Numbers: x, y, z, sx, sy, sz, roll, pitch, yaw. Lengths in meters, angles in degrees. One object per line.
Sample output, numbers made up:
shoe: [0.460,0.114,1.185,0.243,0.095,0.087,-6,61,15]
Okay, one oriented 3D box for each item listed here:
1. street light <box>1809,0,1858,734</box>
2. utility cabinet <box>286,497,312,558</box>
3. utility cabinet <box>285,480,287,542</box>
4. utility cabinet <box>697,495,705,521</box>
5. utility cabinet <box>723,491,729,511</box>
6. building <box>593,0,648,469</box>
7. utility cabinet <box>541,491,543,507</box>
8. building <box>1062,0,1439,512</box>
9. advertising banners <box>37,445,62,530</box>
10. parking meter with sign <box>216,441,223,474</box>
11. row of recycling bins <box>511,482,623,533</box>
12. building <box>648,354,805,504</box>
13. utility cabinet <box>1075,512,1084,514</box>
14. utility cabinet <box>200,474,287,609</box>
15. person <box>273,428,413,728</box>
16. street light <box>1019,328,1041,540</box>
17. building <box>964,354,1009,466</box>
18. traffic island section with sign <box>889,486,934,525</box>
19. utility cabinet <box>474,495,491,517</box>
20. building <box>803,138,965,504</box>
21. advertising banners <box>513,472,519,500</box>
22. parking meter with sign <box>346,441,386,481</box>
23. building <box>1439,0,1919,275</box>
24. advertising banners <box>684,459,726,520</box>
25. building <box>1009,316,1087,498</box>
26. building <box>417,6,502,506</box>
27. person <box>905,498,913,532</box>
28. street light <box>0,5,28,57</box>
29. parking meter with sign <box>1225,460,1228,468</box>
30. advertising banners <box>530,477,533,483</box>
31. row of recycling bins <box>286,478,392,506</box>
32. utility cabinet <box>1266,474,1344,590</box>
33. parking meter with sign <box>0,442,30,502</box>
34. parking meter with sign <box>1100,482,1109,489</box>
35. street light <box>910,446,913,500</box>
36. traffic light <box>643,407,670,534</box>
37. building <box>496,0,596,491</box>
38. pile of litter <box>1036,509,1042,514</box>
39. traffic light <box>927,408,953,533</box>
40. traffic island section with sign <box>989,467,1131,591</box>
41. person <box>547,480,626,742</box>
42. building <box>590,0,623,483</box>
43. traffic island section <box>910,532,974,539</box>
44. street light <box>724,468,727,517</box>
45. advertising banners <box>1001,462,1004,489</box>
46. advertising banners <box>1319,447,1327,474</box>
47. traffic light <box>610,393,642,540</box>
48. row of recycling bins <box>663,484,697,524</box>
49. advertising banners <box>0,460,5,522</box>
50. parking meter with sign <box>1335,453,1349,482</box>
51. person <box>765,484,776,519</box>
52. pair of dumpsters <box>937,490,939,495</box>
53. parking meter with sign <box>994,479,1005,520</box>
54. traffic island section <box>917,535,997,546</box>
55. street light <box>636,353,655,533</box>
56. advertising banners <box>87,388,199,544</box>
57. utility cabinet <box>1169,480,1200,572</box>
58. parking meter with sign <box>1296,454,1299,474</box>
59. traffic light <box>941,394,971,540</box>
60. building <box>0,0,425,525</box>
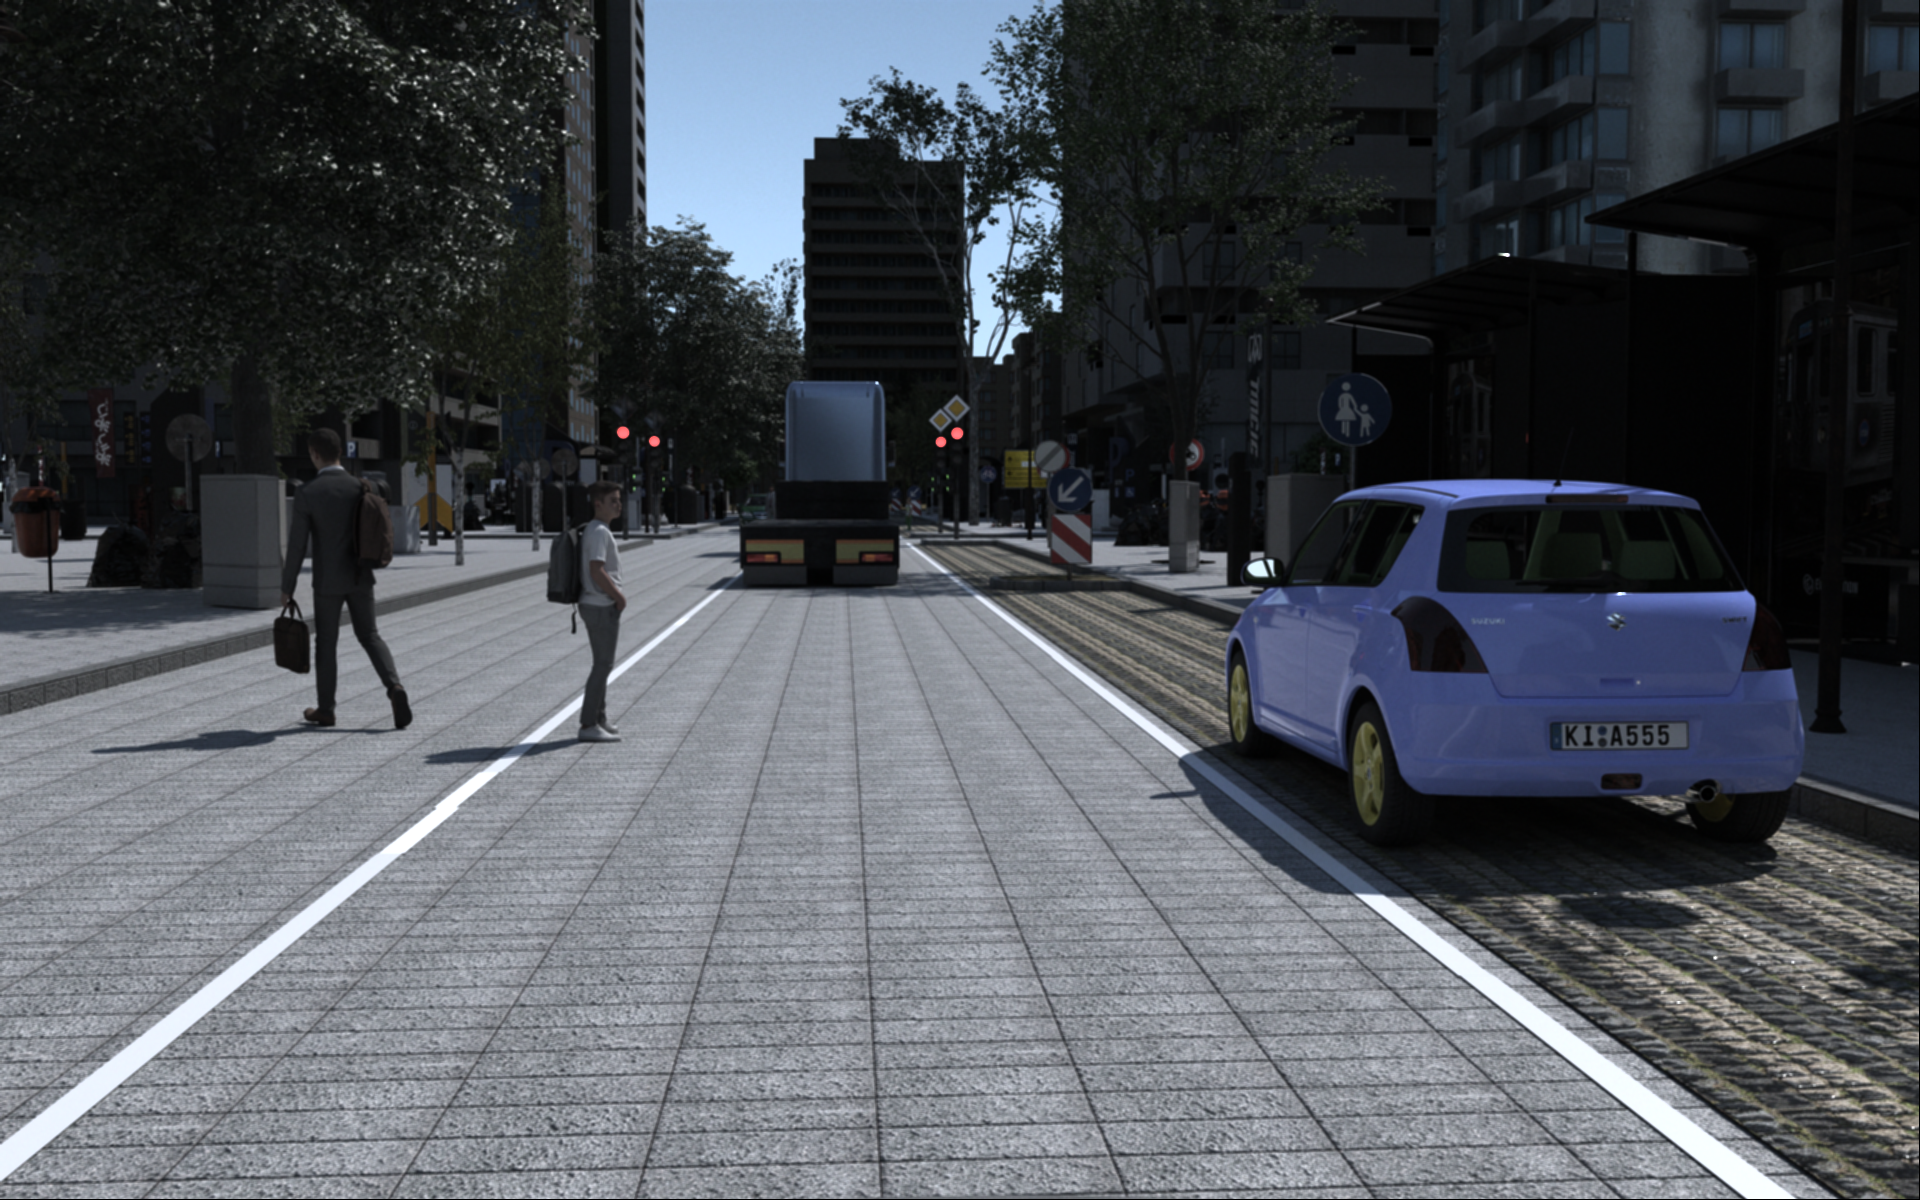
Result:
street light: [4.689,-2.226,9.179,0.468,5.910,1.993,0,4,-4]
utility cabinet: [-13.493,-1.437,34.658,1.020,1.237,0.306,-2,4,-24]
utility cabinet: [-10.981,-1.097,26.615,1.173,1.500,0.318,0,4,6]
utility cabinet: [-12.617,-4.348,82.250,1.020,1.237,0.306,2,4,28]
utility cabinet: [-17.336,-7.322,128.391,0.318,1.500,1.173,0,4,-2]
building: [-47.176,-39.009,179.803,28.212,58.520,21.231,0,4,-4]
utility cabinet: [-27.525,-6.385,113.079,1.173,1.500,0.318,1,4,13]
building: [23.916,-34.413,151.895,28.713,52.752,27.495,0,4,-4]
advertising banners: [-32.319,-3.992,61.462,0.090,3.025,2.074,0,4,-8]
parking meter with sign: [-24.892,-3.667,56.219,1.738,3.016,0.543,-3,4,-39]
row of recycling bins: [-13.169,-3.133,58.335,3.534,1.692,1.069,-1,4,-12]
building: [-36.033,-24.217,240.994,28.899,21.520,27.650,0,4,-4]
utility cabinet: [4.806,-3.703,71.702,0.306,1.237,1.020,2,4,33]
utility cabinet: [-8.099,-0.663,19.522,1.173,1.500,0.318,3,4,38]
person: [-3.776,-0.129,10.571,0.822,1.834,0.622,3,4,38]
street light: [1.953,-4.618,48.295,0.468,5.910,1.993,0,4,-4]
building: [14.308,-24.464,245.027,28.899,21.520,27.650,0,4,-4]
traffic island section with sign: [-2.279,-4.454,81.444,1.989,1.847,2.006,0,4,-4]
utility cabinet: [-27.244,-5.370,98.960,1.020,1.237,0.306,1,4,13]
building: [-10.644,-37.631,238.974,21.600,48.544,21.300,0,4,-4]
advertising banners: [-32.398,-7.793,123.605,2.074,3.025,0.090,0,4,3]
parking meter with sign: [-19.608,-3.778,58.036,0.543,3.016,1.738,3,4,37]
building: [38.455,-28.265,81.749,30.456,49.044,23.786,0,4,-4]
advertising banners: [-12.840,-5.562,87.122,2.074,3.025,0.090,0,4,1]
building: [20.587,-20.542,180.894,27.650,21.520,28.899,0,4,-4]
building: [-41.897,-29.651,108.488,21.300,48.544,21.600,0,4,-4]
person: [-1.898,-3.177,64.699,0.306,1.304,0.590,1,4,17]
street light: [-7.395,-2.444,12.741,0.468,5.910,1.993,0,4,-4]
parking meter with sign: [13.597,-5.670,88.963,0.543,3.016,1.738,-1,4,-12]
advertising banners: [-30.018,-7.850,124.531,0.090,3.025,2.074,3,4,36]
row of recycling bins: [-16.621,-2.377,45.975,3.534,1.692,1.069,1,4,20]
utility cabinet: [3.841,-0.650,19.302,0.318,1.500,1.173,3,5,41]
parking meter with sign: [-31.901,-3.817,58.662,0.543,3.016,1.738,1,4,19]
parking meter with sign: [9.642,-7.243,114.679,1.738,3.016,0.543,1,4,10]
street light: [-3.712,-9.710,131.545,0.468,5.910,1.993,0,4,-4]
traffic light: [-9.847,-4.112,56.145,0.839,4.253,0.868,0,4,-4]
building: [-36.870,-29.730,136.193,14.600,45.320,14.200,0,4,-4]
pile of litter: [5.745,-6.077,113.321,1.719,0.858,1.176,0,4,2]
traffic light: [-0.658,-4.151,56.784,0.839,4.253,0.868,0,4,-4]
traffic island section with sign: [1.471,-1.080,26.292,1.989,1.847,2.006,0,4,-4]
person: [-2.104,0.062,10.081,0.503,1.515,0.523,3,4,38]
building: [-41.048,-43.724,153.135,20.563,71.187,20.611,0,4,-4]
traffic island section: [-0.618,-2.117,56.901,2.009,0.180,2.903,0,4,-4]
street light: [-13.048,-7.541,96.076,0.468,5.910,1.993,0,4,-4]
advertising banners: [2.927,-6.057,95.213,2.074,3.025,0.090,-3,5,-44]
advertising banners: [13.966,-4.198,64.817,0.090,3.025,2.074,3,5,44]
traffic light: [-9.304,-3.624,48.178,0.839,4.253,0.868,0,4,-4]
row of recycling bins: [-11.991,-4.148,74.937,1.069,1.692,3.534,-1,4,-17]
advertising banners: [-49.079,-5.726,89.808,0.090,3.025,2.074,0,4,5]
parking meter with sign: [16.894,-4.742,73.798,1.738,3.016,0.543,-1,4,-11]
person: [-7.066,-3.455,65.267,0.678,1.792,0.850,1,4,12]
pair of dumpsters: [-0.501,-6.455,108.037,1.574,2.255,4.437,0,4,-4]
parking meter with sign: [2.551,-5.514,86.417,1.738,3.016,0.543,1,4,19]
traffic island section: [-0.075,-1.630,48.934,2.009,0.180,2.903,0,4,-4]
street light: [-10.315,-5.146,56.924,0.468,5.910,1.993,0,4,-4]
advertising banners: [-13.396,-1.969,28.388,2.074,3.025,0.090,1,4,15]
utility cabinet: [3.719,-1.217,28.584,0.318,1.500,1.173,1,4,18]
parking meter with sign: [15.657,-4.885,76.133,1.738,3.016,0.543,1,4,15]
traffic light: [-0.116,-3.663,48.818,0.839,4.253,0.868,0,4,-4]
building: [-32.509,-18.623,76.180,14.160,30.474,14.107,0,4,-4]
